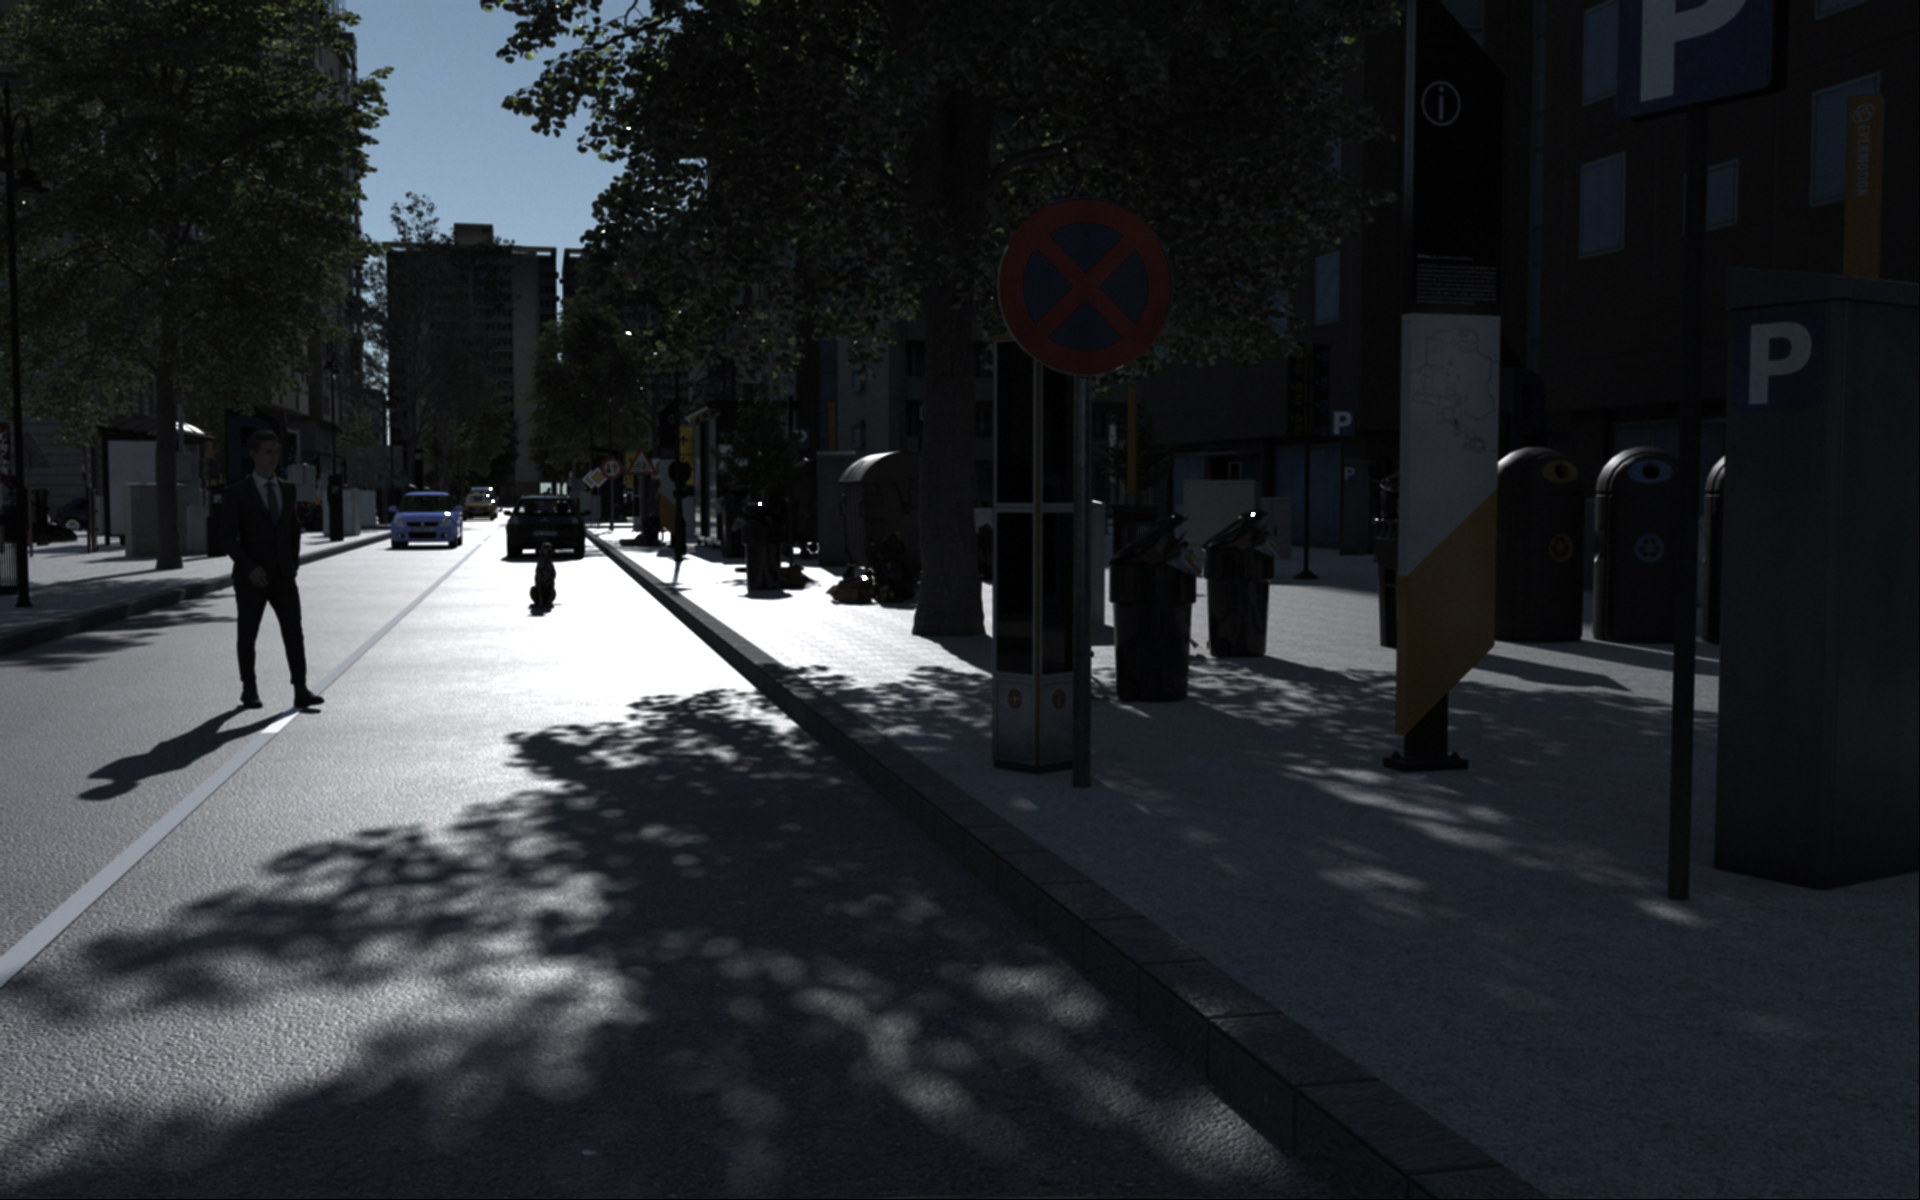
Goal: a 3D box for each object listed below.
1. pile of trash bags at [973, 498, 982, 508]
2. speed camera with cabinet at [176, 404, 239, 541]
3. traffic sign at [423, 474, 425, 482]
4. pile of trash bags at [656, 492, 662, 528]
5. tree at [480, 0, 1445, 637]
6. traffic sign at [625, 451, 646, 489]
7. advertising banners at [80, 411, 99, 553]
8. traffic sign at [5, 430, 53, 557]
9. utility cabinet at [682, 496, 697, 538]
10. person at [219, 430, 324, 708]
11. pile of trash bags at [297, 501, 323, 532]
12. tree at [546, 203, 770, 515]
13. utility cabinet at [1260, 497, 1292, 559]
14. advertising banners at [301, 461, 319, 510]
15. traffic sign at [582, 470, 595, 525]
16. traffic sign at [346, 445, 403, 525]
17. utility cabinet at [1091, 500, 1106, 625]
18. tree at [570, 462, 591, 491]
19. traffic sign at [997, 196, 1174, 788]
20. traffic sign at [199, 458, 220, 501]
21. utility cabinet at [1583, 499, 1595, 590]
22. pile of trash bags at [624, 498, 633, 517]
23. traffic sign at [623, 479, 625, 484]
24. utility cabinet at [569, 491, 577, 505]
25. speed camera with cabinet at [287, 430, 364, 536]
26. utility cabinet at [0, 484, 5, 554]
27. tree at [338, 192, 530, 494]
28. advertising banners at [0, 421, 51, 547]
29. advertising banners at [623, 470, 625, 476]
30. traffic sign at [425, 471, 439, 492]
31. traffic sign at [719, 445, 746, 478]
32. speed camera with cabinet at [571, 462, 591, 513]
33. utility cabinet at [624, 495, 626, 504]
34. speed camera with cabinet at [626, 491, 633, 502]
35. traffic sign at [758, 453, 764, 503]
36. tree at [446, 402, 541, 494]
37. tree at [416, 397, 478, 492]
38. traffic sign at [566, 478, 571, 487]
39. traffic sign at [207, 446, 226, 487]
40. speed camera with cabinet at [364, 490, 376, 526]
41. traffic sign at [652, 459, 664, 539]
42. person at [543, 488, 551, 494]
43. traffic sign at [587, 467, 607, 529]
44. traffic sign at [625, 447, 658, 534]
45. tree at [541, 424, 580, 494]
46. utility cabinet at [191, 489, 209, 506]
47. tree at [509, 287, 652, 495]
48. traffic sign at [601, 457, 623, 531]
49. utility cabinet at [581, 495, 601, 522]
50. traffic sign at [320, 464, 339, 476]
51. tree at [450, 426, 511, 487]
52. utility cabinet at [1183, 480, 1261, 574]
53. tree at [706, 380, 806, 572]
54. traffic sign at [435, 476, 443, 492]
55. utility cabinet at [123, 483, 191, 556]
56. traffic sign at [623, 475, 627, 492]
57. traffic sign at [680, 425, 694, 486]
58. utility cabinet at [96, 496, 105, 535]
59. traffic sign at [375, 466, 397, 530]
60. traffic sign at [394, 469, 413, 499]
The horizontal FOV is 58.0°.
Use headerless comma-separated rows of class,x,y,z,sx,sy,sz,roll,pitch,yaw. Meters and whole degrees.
pile of trash bags,1.715,-3.252,62.918,3.447,1.369,1.912,2,4,27
speed camera with cabinet,-16.732,-2.713,38.697,2.038,3.252,0.660,-3,5,-43
traffic sign,-31.356,-6.128,100.291,0.768,2.556,0.104,-1,4,-12
pile of trash bags,-9.123,-3.150,61.248,3.447,1.369,1.912,0,4,-8
tree,0.009,-6.659,15.529,9.857,13.997,8.962,0,3,0
traffic sign,-14.779,-5.416,82.427,2.265,3.308,0.079,-1,4,-9
advertising banners,-18.884,-2.529,37.541,0.090,3.025,2.074,-1,4,-20
traffic sign,-18.939,-2.156,35.249,0.884,2.594,0.081,-1,4,-10
utility cabinet,-7.706,-2.401,50.425,1.020,1.237,0.306,2,4,25
person,-4.579,-0.201,11.562,0.755,1.850,0.659,3,5,40
pile of trash bags,-22.513,-3.071,59.963,1.912,1.369,3.447,1,4,23
tree,-9.536,-7.380,55.084,7.601,10.594,8.767,-1,4,-15
utility cabinet,6.013,-1.408,34.190,1.020,1.237,0.306,0,4,-1
advertising banners,-34.525,-5.794,90.914,0.090,3.025,2.074,3,4,38
traffic sign,-15.151,-4.133,71.214,0.795,2.450,0.064,-1,4,-14
traffic sign,-24.347,-4.784,72.091,2.265,3.308,0.079,-1,4,-9
utility cabinet,0.902,-0.355,16.965,1.020,1.237,0.306,-1,4,-18
tree,-22.317,-6.596,102.442,1.663,3.219,1.824,0,3,0
traffic sign,0.534,-0.454,7.522,0.768,2.556,0.104,0,4,-6
traffic sign,-21.370,-2.886,49.319,0.606,2.300,0.079,-1,4,-11
utility cabinet,8.408,-0.743,23.308,1.020,1.237,0.306,-2,4,-35
pile of trash bags,-19.005,-5.368,97.511,3.447,1.369,1.912,3,4,38
traffic sign,-22.903,-7.014,116.801,0.606,2.300,0.079,0,4,-5
utility cabinet,-28.317,-7.305,128.108,1.173,1.500,0.318,2,4,24
speed camera with cabinet,-19.601,-3.611,53.374,2.038,3.252,0.660,0,4,1
utility cabinet,-20.872,-1.735,37.045,1.173,1.500,0.318,3,5,40
tree,-34.632,-15.641,111.623,12.611,20.169,13.585,0,3,0
advertising banners,-22.986,-2.834,42.516,0.090,3.025,2.074,0,4,3
advertising banners,-24.581,-7.883,125.075,0.090,3.025,2.074,-3,4,-36
traffic sign,-28.990,-5.814,95.164,0.768,2.556,0.104,-1,4,-8
traffic sign,-4.658,-2.052,35.675,0.606,2.300,0.079,0,4,-4
speed camera with cabinet,-21.710,-6.457,99.906,0.660,3.252,2.038,-3,4,-39
utility cabinet,-20.372,-5.690,104.196,1.020,1.237,0.306,-3,5,-43
speed camera with cabinet,-18.890,-6.542,101.291,0.660,3.252,2.038,-2,4,-32
traffic sign,-3.619,-1.947,31.939,0.768,2.556,0.104,0,4,-5
tree,-50.427,-15.450,178.361,9.928,11.665,9.643,0,3,0
tree,-37.425,-10.716,125.575,4.360,8.622,3.978,0,3,0
traffic sign,-29.319,-7.994,130.808,0.768,2.556,0.104,0,4,-4
traffic sign,-19.924,-2.871,46.938,0.884,2.594,0.081,0,4,-8
speed camera with cabinet,-24.479,-4.586,69.315,2.038,3.252,0.660,-3,5,-44
traffic sign,-8.460,-2.881,49.230,0.606,2.300,0.079,-1,4,-12
person,-24.186,-5.671,101.406,0.592,1.802,0.473,1,4,9
traffic sign,-13.256,-3.658,63.456,0.795,2.450,0.064,-1,4,-14
traffic sign,-8.724,-2.905,47.505,0.884,2.594,0.081,0,4,-4
tree,-43.826,-16.198,190.591,9.928,11.665,9.643,0,3,0
utility cabinet,-33.604,-4.178,76.988,1.173,1.500,0.318,-3,5,-41
tree,-20.298,-10.775,94.305,7.486,12.596,7.792,0,3,0
traffic sign,-12.097,-3.678,60.245,0.768,2.556,0.104,0,4,-7
utility cabinet,-17.107,-4.230,80.326,1.020,1.237,0.306,2,4,34
traffic sign,-26.325,-4.418,72.335,0.768,2.556,0.104,-1,4,-11
tree,-55.576,-16.205,199.367,8.767,10.594,7.601,1,4,12
utility cabinet,4.126,-1.139,27.303,1.173,1.500,0.318,2,4,28
tree,-3.365,-2.083,28.654,1.663,3.219,1.824,0,3,0
traffic sign,-36.945,-7.496,122.667,0.768,2.556,0.104,0,4,-7
utility cabinet,-16.522,-1.647,35.604,0.318,1.500,1.173,3,4,37
traffic sign,-22.652,-7.179,117.480,0.768,2.556,0.104,0,4,-5
traffic sign,-7.276,-3.501,51.109,2.265,3.308,0.079,0,4,-7
utility cabinet,-26.864,-2.625,54.076,1.020,1.237,0.306,3,5,40
traffic sign,-20.445,-3.553,61.729,0.795,2.450,0.064,-1,4,-14
traffic sign,-22.339,-4.027,69.487,0.795,2.450,0.064,-1,4,-14
